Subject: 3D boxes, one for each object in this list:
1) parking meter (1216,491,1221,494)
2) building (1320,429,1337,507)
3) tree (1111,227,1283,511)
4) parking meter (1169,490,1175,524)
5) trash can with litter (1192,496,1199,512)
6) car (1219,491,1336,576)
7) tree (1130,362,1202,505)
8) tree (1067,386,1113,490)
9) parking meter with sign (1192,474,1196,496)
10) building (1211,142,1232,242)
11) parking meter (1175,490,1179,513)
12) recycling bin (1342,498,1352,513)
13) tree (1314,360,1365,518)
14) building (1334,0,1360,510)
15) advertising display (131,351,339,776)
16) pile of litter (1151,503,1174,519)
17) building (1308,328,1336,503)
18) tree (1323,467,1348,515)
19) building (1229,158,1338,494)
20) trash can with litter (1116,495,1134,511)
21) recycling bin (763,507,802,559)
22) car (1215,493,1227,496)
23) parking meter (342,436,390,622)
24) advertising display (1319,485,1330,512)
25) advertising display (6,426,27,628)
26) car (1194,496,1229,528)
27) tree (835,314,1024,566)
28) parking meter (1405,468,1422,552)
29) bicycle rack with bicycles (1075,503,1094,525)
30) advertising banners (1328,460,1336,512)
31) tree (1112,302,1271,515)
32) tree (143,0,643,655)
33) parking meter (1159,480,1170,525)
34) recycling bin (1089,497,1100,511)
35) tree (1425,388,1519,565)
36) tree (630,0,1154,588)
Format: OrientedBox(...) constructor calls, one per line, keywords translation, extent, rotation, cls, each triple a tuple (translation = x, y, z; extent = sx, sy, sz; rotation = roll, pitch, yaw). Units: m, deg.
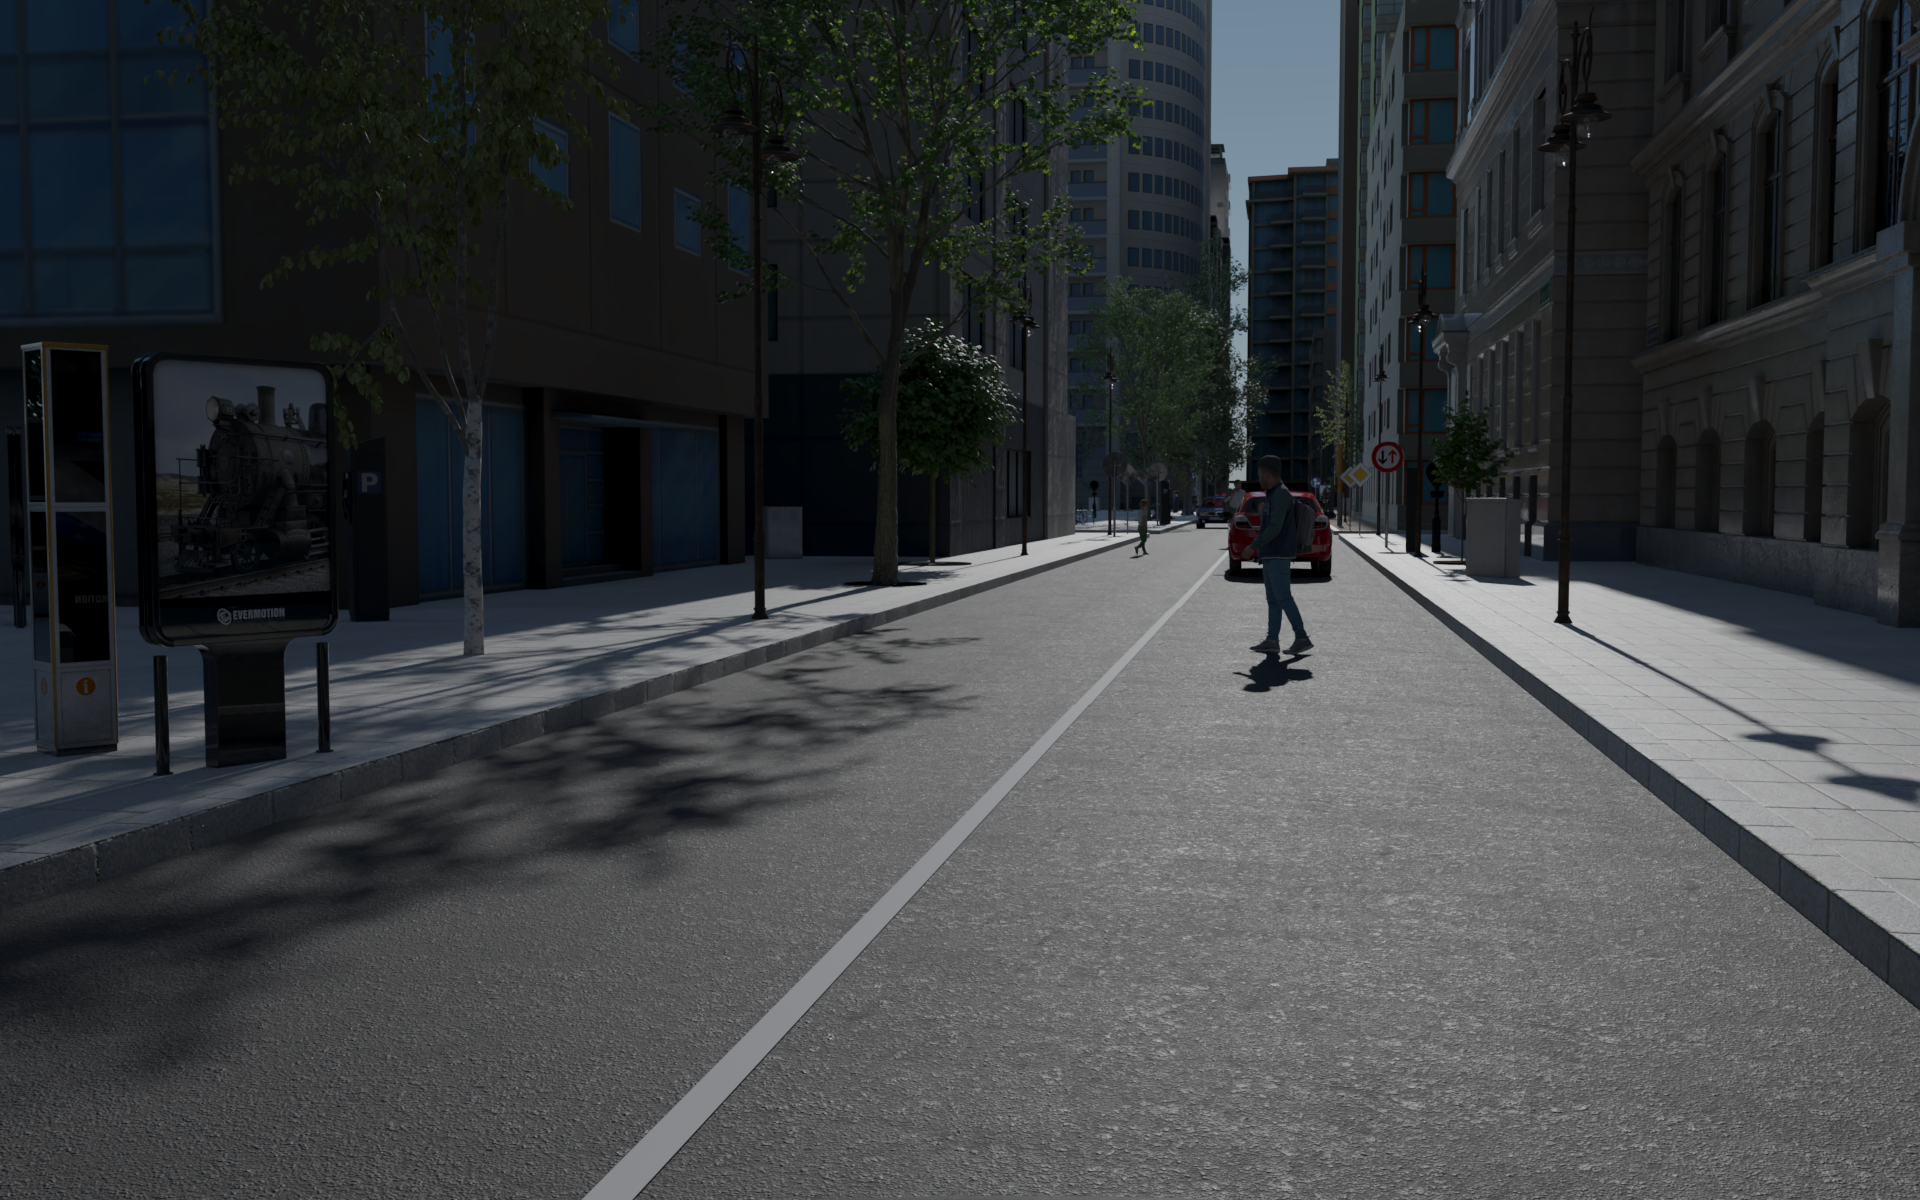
OrientedBox(translation=(19.915, -7.658, 133.625), extent=(0.372, 1.533, 0.369), rotation=(0, 3, 0), cls="parking meter")
OrientedBox(translation=(45.696, -51.900, 161.232), extent=(22.319, 86.520, 31.000), rotation=(1, 4, 11), cls="building")
OrientedBox(translation=(16.963, -16.505, 125.751), extent=(12.611, 20.169, 13.585), rotation=(0, 3, 0), cls="tree")
OrientedBox(translation=(8.817, -4.005, 73.893), extent=(0.372, 1.533, 0.369), rotation=(0, 3, 0), cls="parking meter")
OrientedBox(translation=(16.678, -6.932, 124.729), extent=(1.055, 1.170, 0.624), rotation=(-3, 5, -44), cls="trash can with litter")
OrientedBox(translation=(5.828, -1.389, 31.749), extent=(2.155, 1.783, 4.494), rotation=(1, 4, 9), cls="car")
OrientedBox(translation=(11.429, -8.835, 94.816), extent=(4.737, 8.622, 4.395), rotation=(0, 3, 0), cls="tree")
OrientedBox(translation=(7.706, -10.062, 114.882), extent=(4.360, 8.622, 3.978), rotation=(0, 3, 0), cls="tree")
OrientedBox(translation=(18.551, -8.551, 136.077), extent=(0.543, 3.016, 1.738), rotation=(1, 4, 14), cls="parking meter with sign")
OrientedBox(translation=(21.152, -37.601, 234.376), extent=(30.456, 49.044, 23.786), rotation=(1, 4, 11), cls="building")
OrientedBox(translation=(14.814, -6.759, 118.916), extent=(0.372, 1.533, 0.369), rotation=(0, 3, 0), cls="parking meter")
OrientedBox(translation=(25.706, -6.305, 115.648), extent=(0.722, 1.027, 0.722), rotation=(0, 4, -2), cls="recycling bin")
OrientedBox(translation=(21.400, -8.797, 94.199), extent=(4.360, 8.622, 3.978), rotation=(0, 3, 0), cls="tree")
OrientedBox(translation=(37.909, -30.005, 140.687), extent=(14.600, 45.320, 14.200), rotation=(1, 4, 11), cls="building")
OrientedBox(translation=(-3.406, -0.183, 8.212), extent=(0.123, 1.923, 0.974), rotation=(2, 4, 34), cls="advertising display")
OrientedBox(translation=(10.157, -4.529, 88.009), extent=(1.176, 0.858, 1.719), rotation=(-3, 4, -39), cls="pile of litter")
OrientedBox(translation=(53.192, -21.280, 192.969), extent=(27.650, 21.520, 28.899), rotation=(1, 4, 11), cls="building")
OrientedBox(translation=(23.502, -6.866, 106.861), extent=(1.663, 3.219, 1.824), rotation=(0, 3, 0), cls="tree")
OrientedBox(translation=(50.575, -35.085, 228.263), extent=(28.867, 44.769, 22.147), rotation=(1, 4, 11), cls="building")
OrientedBox(translation=(12.008, -7.180, 128.458), extent=(2.233, 1.210, 1.678), rotation=(-1, 4, -23), cls="trash can with litter")
OrientedBox(translation=(-3.542, -1.337, 34.412), extent=(0.722, 1.027, 0.722), rotation=(-1, 4, -15), cls="recycling bin")
OrientedBox(translation=(13.865, -4.930, 89.641), extent=(2.155, 1.783, 4.494), rotation=(1, 4, 11), cls="car")
OrientedBox(translation=(-5.988, -0.718, 17.454), extent=(0.399, 1.863, 0.255), rotation=(-2, 4, -31), cls="parking meter")
OrientedBox(translation=(25.843, -7.172, 122.471), extent=(0.974, 1.923, 0.123), rotation=(3, 5, 45), cls="advertising display")
OrientedBox(translation=(-9.196, -0.714, 16.893), extent=(0.123, 1.923, 0.974), rotation=(-2, 4, -28), cls="advertising display")
OrientedBox(translation=(10.944, -3.721, 73.419), extent=(1.945, 1.354, 3.894), rotation=(1, 4, 11), cls="car")
OrientedBox(translation=(-0.424, -2.914, 31.366), extent=(4.285, 4.588, 4.351), rotation=(0, 3, 0), cls="tree")
OrientedBox(translation=(10.061, -1.999, 38.389), extent=(0.255, 1.863, 0.399), rotation=(2, 4, 31), cls="parking meter")
OrientedBox(translation=(4.237, -3.610, 72.413), extent=(2.852, 0.926, 2.925), rotation=(2, 4, 30), cls="bicycle rack with bicycles")
OrientedBox(translation=(19.175, -5.693, 89.267), extent=(0.090, 3.025, 2.074), rotation=(1, 4, 21), cls="advertising banners")
OrientedBox(translation=(13.720, -11.418, 103.698), extent=(9.611, 12.733, 9.660), rotation=(0, 3, 0), cls="tree")
OrientedBox(translation=(-4.074, -3.875, 13.722), extent=(4.737, 8.622, 4.395), rotation=(0, 3, 0), cls="tree")
OrientedBox(translation=(8.539, -4.074, 72.314), extent=(0.399, 1.863, 0.255), rotation=(-1, 4, -17), cls="parking meter")
OrientedBox(translation=(10.266, -7.325, 132.315), extent=(0.722, 1.027, 0.722), rotation=(1, 4, 19), cls="recycling bin")
OrientedBox(translation=(9.331, -2.264, 31.626), extent=(1.663, 3.219, 1.824), rotation=(0, 3, 0), cls="tree")
OrientedBox(translation=(-0.910, -6.003, 23.901), extent=(9.928, 11.665, 9.643), rotation=(0, 3, 0), cls="tree")
